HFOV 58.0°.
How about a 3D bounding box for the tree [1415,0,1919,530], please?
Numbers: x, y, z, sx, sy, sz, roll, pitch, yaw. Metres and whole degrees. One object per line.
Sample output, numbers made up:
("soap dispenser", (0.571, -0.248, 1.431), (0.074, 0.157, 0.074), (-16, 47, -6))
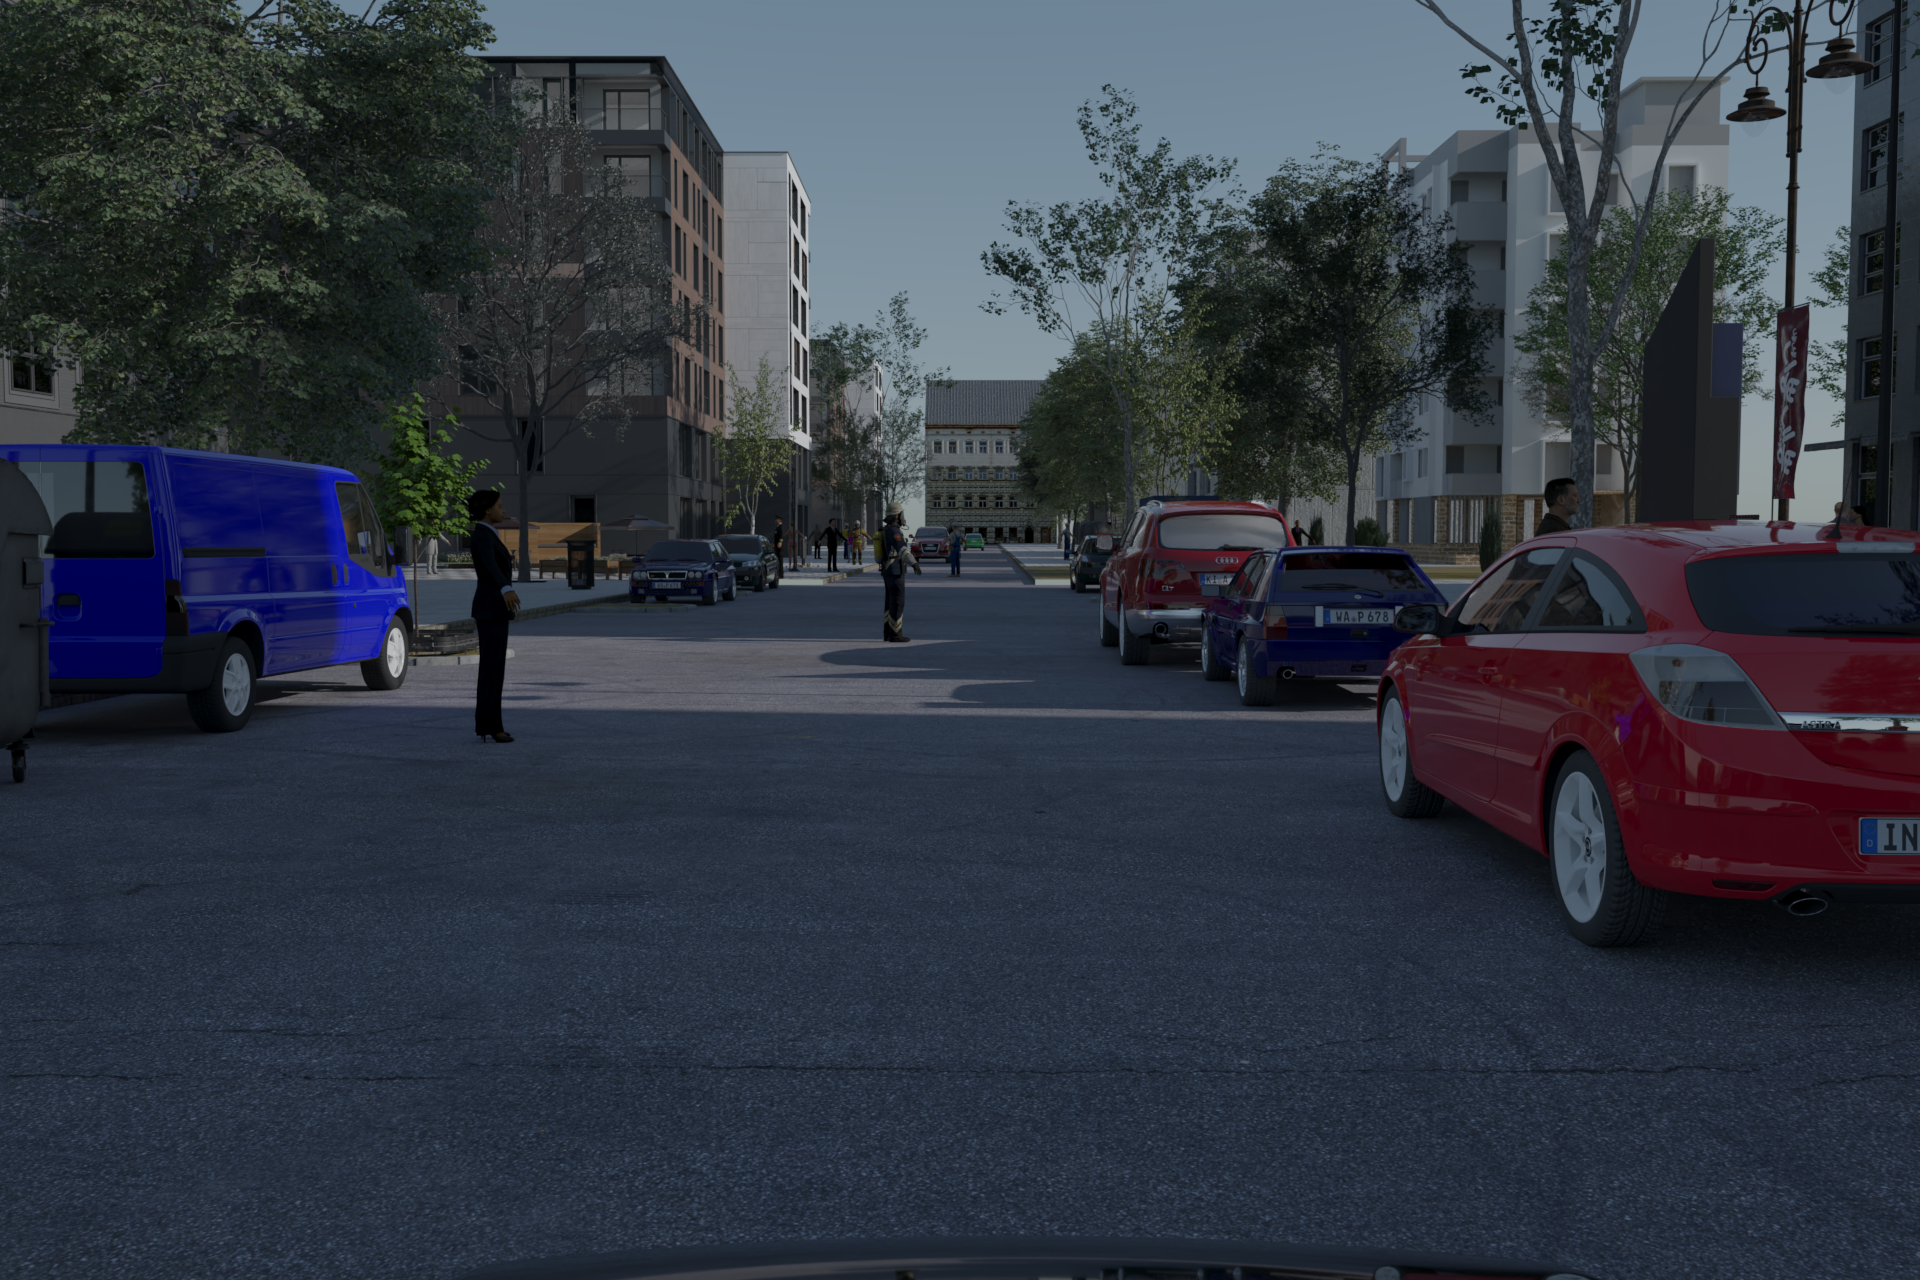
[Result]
("tree", (8.928, -10.360, 25.278), (12.611, 20.169, 13.585), (0, 3, 0))

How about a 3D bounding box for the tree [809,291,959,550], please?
("tree", (-6.810, -17.082, 135.182), (12.611, 20.169, 13.585), (0, 3, 0))

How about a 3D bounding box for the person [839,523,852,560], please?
("person", (-5.687, -4.982, 87.424), (1.349, 1.833, 0.705), (3, 5, 44))

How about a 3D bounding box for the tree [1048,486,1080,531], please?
("tree", (8.605, -11.473, 137.938), (4.737, 8.622, 4.395), (0, 3, 0))

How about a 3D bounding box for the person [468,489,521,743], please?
("person", (-3.172, -0.173, 12.004), (0.721, 1.740, 1.216), (-1, 4, -20))

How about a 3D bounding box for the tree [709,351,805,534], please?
("tree", (-8.438, -7.350, 70.538), (4.737, 8.622, 4.395), (0, 3, 0))

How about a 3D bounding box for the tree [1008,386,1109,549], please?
("tree", (8.629, -14.744, 147.722), (9.857, 13.997, 8.962), (0, 3, 0))

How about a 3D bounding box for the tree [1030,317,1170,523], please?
("tree", (7.390, -10.594, 91.344), (7.486, 12.596, 7.792), (0, 3, 0))

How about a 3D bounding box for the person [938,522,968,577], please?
("person", (-0.179, -3.033, 57.910), (0.705, 1.847, 1.347), (3, 5, 45))

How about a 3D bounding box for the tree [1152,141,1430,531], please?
("tree", (10.855, -9.257, 58.007), (9.857, 13.997, 8.962), (0, 3, 0))

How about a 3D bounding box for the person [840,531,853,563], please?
("person", (-4.882, -4.146, 77.059), (0.991, 1.433, 0.599), (-2, 4, -27))

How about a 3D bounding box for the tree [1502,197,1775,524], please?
("tree", (24.591, -9.355, 63.322), (12.009, 13.543, 11.850), (0, 3, 0))

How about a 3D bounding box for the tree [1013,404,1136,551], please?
("tree", (7.707, -11.126, 116.327), (8.767, 10.594, 7.601), (-1, 4, -20))

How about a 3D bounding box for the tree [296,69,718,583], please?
("tree", (-11.504, -8.268, 45.555), (12.009, 13.543, 11.850), (0, 3, 0))

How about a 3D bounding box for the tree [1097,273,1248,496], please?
("tree", (6.113, -6.082, 49.807), (4.737, 8.622, 4.395), (0, 3, 0))

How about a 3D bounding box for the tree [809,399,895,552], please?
("tree", (-7.984, -11.382, 120.501), (7.601, 10.594, 8.767), (-3, 4, -36))

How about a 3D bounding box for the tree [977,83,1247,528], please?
("tree", (6.383, -13.460, 75.962), (12.611, 20.169, 13.585), (0, 3, 0))

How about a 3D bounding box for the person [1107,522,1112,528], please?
("person", (6.612, -4.290, 76.286), (0.704, 1.843, 1.345), (0, 4, 2))

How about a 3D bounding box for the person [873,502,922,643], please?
("person", (-0.847, -0.902, 22.984), (0.705, 1.856, 1.354), (-1, 4, -22))

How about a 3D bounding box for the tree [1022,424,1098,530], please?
("tree", (8.290, -11.843, 128.043), (8.767, 10.594, 7.601), (3, 5, 43))

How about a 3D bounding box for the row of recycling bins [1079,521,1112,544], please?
("row of recycling bins", (4.242, -2.930, 55.018), (1.069, 1.692, 3.534), (0, 4, 1))

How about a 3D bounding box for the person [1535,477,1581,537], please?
("person", (4.068, -0.190, 11.693), (0.704, 1.812, 1.346), (1, 4, 14))

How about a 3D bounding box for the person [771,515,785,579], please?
("person", (-5.202, -2.668, 49.563), (0.705, 1.837, 1.347), (-1, 4, -15))

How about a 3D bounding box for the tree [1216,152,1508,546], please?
("tree", (9.725, -6.564, 41.731), (7.601, 10.594, 8.767), (-2, 4, -28))

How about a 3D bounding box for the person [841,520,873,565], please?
("person", (-4.257, -4.035, 71.736), (1.354, 1.858, 0.705), (0, 4, -1))

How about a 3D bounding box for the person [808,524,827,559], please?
("person", (-7.288, -5.058, 88.827), (1.348, 1.813, 0.705), (2, 4, 34))

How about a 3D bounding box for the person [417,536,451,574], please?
("person", (-16.775, -2.990, 55.066), (0.705, 1.806, 1.347), (2, 4, 29))

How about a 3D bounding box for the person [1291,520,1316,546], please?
("person", (12.396, -3.514, 63.672), (1.346, 1.802, 0.704), (0, 4, -5))

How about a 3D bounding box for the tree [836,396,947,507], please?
("tree", (-6.266, -14.859, 153.309), (12.009, 13.543, 11.850), (0, 3, 0))

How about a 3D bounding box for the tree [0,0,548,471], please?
("tree", (-11.410, -7.386, 27.416), (9.857, 13.997, 8.962), (0, 3, 0))

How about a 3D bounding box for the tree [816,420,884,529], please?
("tree", (-7.636, -9.906, 112.333), (4.360, 8.622, 3.978), (0, 3, 0))

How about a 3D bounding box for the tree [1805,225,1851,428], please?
("tree", (29.267, -7.697, 51.600), (9.928, 11.665, 9.643), (0, 3, 0))

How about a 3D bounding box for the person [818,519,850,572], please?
("person", (-4.298, -3.203, 58.562), (1.347, 1.806, 0.705), (-3, 5, -42))

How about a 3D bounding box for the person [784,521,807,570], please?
("person", (-5.961, -3.338, 61.387), (1.217, 1.733, 0.721), (-2, 4, -28))

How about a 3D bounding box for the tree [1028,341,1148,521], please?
("tree", (7.531, -11.196, 101.176), (7.486, 12.596, 7.792), (0, 3, 0))

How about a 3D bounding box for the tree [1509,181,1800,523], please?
("tree", (20.336, -7.672, 51.198), (9.928, 11.665, 9.643), (0, 3, 0))

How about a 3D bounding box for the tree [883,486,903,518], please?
("tree", (-9.395, -17.907, 243.136), (4.360, 8.622, 3.978), (0, 3, 0))

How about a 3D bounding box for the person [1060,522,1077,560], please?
("person", (5.241, -4.801, 84.359), (0.705, 1.847, 1.347), (-2, 4, -32))
